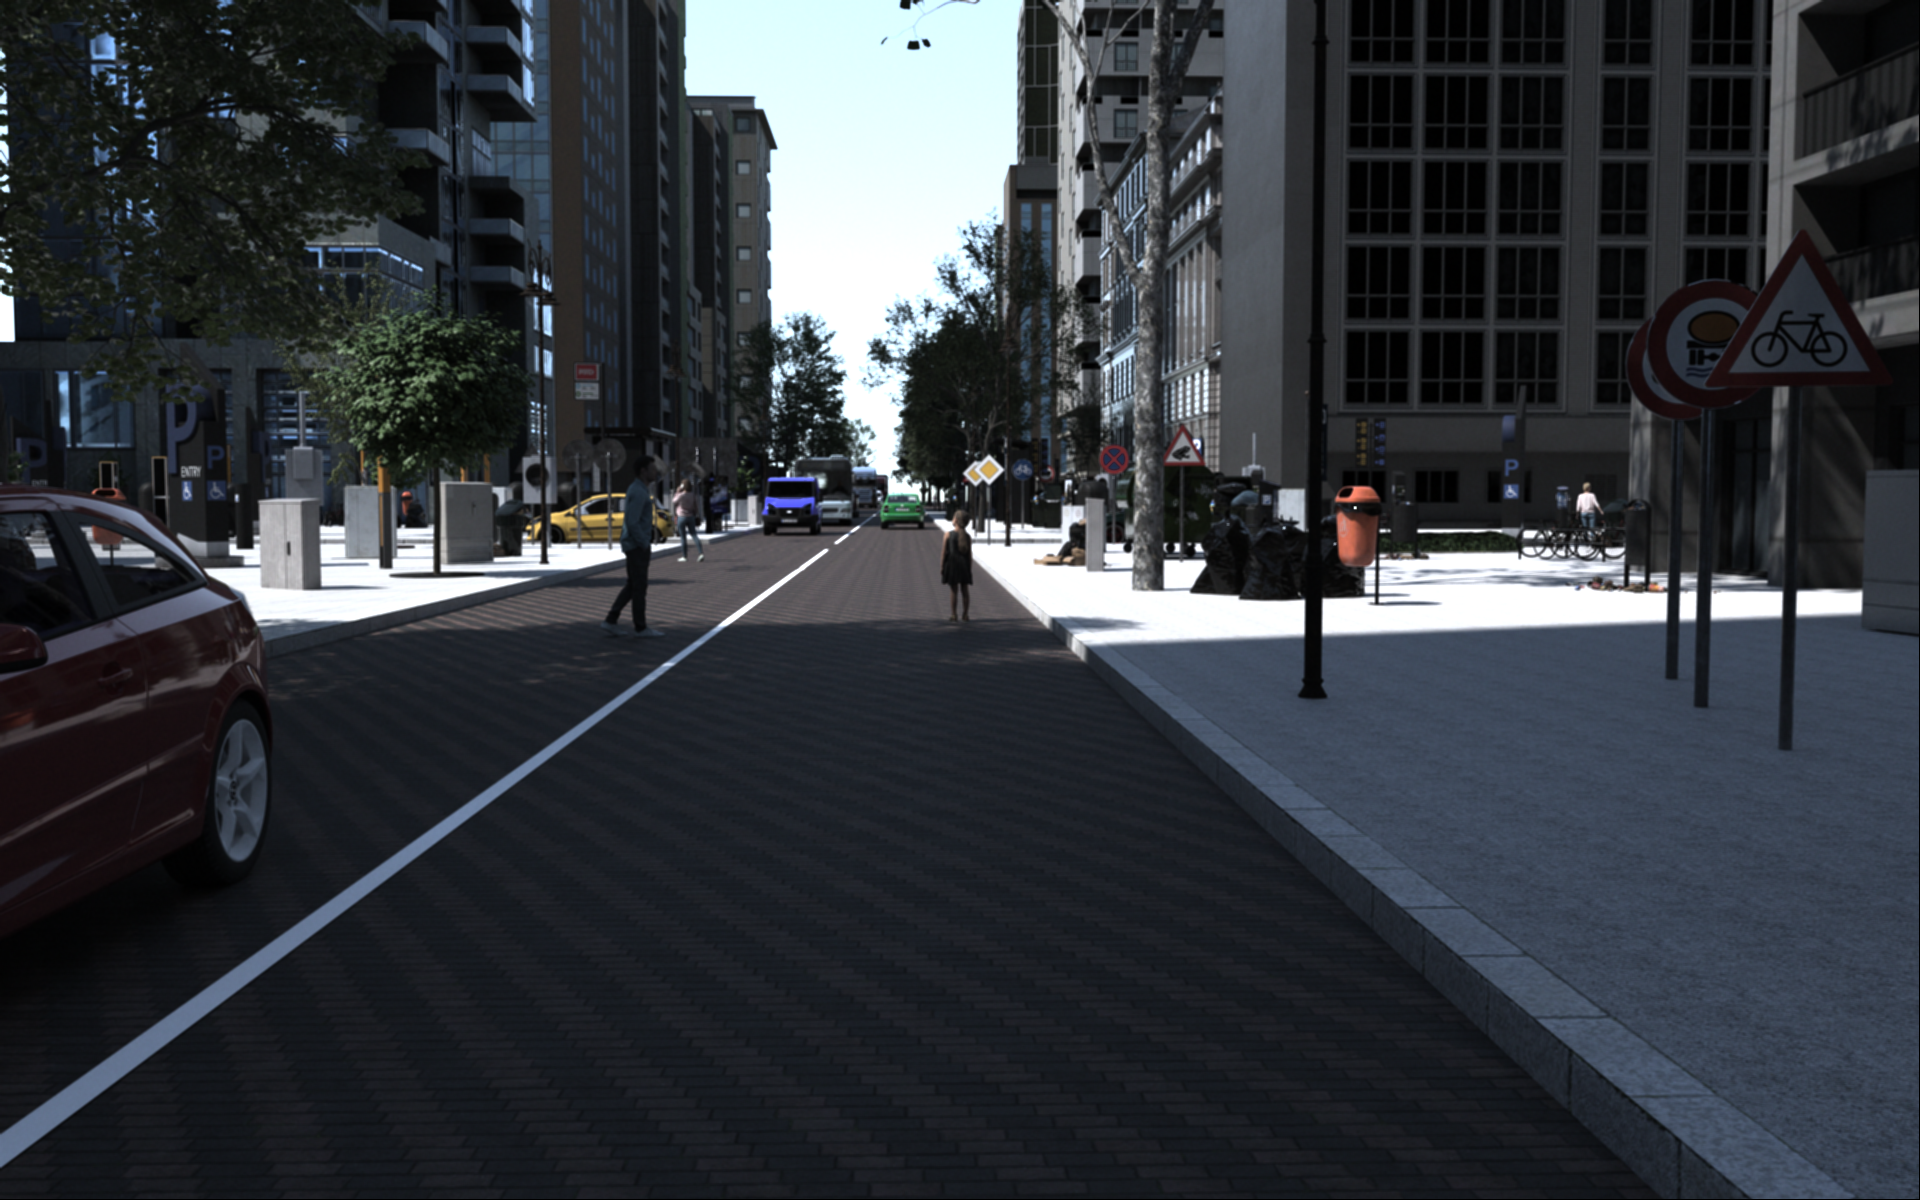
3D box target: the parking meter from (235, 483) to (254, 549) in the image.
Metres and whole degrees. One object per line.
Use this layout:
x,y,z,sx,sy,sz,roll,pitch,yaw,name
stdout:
-16.690,-1.956,40.392,0.372,1.533,0.369,0,3,0,parking meter

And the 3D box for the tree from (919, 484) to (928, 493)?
-5.905,-17.659,283.318,1.663,3.219,1.824,0,3,0,tree

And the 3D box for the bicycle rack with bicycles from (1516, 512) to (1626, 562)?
12.222,-1.267,34.092,2.852,0.926,2.925,-3,5,-40,bicycle rack with bicycles

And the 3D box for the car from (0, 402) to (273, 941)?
-3.460,0.253,4.903,2.155,1.783,4.494,0,4,-3,car

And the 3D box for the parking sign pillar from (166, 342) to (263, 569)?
-13.356,-2.560,30.326,1.447,3.967,1.447,3,5,39,parking sign pillar

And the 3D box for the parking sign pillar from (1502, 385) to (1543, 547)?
13.582,-3.302,42.464,1.447,3.967,1.447,1,4,23,parking sign pillar

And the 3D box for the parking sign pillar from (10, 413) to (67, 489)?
-32.279,-4.395,60.329,1.447,3.967,1.447,2,4,30,parking sign pillar

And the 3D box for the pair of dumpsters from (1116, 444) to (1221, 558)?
4.256,-2.028,35.658,1.574,2.255,4.437,0,4,-2,pair of dumpsters

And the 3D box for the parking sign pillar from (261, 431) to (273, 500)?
-21.895,-4.017,54.150,1.447,3.967,1.447,0,4,-7,parking sign pillar

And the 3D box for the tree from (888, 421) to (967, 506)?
-3.290,-16.937,193.924,9.611,12.733,9.660,0,3,0,tree

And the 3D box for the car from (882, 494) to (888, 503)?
-5.537,-8.272,145.036,2.009,1.686,4.222,0,4,-2,car

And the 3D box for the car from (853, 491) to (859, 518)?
-7.312,-6.008,106.905,2.281,1.827,5.304,0,4,-1,car

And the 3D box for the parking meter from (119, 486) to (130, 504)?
-25.264,-2.683,52.283,0.372,1.533,0.369,0,3,0,parking meter

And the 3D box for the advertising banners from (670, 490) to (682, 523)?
-11.308,-4.470,69.275,2.074,3.025,0.090,2,4,35,advertising banners

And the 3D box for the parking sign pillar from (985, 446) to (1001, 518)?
1.994,-6.405,93.186,1.447,3.967,1.447,-1,4,-11,parking sign pillar

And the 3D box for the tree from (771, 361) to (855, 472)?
-12.546,-13.902,145.423,7.486,12.596,7.792,0,3,0,tree

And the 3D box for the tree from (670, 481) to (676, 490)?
-18.927,-7.374,115.170,1.663,3.219,1.824,0,3,0,tree

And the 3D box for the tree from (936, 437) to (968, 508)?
-1.153,-12.615,156.623,4.360,8.622,3.978,0,3,0,tree

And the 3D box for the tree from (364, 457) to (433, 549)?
-13.483,-2.834,40.945,1.663,3.219,1.824,0,3,0,tree

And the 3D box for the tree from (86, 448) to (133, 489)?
-34.537,-4.652,70.667,1.663,3.219,1.824,0,3,0,tree

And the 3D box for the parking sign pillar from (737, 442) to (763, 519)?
-10.659,-6.060,87.556,1.447,3.967,1.447,-2,4,-24,parking sign pillar

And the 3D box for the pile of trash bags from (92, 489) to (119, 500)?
-15.376,-1.124,28.128,3.447,1.369,1.912,-1,4,-17,pile of trash bags

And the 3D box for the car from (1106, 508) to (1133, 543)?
5.313,-2.267,46.855,4.222,1.686,2.009,0,3,0,car

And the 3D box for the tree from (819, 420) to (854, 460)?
-11.657,-12.465,154.167,4.360,8.622,3.978,0,3,0,tree

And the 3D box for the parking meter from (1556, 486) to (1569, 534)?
19.497,-2.915,56.074,0.372,1.533,0.369,0,3,0,parking meter

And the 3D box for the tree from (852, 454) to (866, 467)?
-16.840,-20.415,284.141,4.737,8.622,4.395,0,3,0,tree

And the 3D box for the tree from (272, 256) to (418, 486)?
-18.518,-6.274,52.945,4.737,8.622,4.395,0,3,0,tree

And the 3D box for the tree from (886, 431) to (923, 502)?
-5.211,-20.055,238.272,12.009,13.543,11.850,0,3,0,tree

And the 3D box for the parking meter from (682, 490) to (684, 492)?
-13.192,-4.749,83.360,0.399,1.863,0.255,1,4,20,parking meter

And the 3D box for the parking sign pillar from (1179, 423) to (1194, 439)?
8.464,-4.679,64.975,1.447,3.967,1.447,-1,4,-22,parking sign pillar

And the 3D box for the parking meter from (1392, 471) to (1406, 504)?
11.138,-2.342,44.008,0.255,1.863,0.399,0,4,-2,parking meter

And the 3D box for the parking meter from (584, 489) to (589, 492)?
-19.571,-5.028,90.621,0.372,1.533,0.369,0,3,0,parking meter

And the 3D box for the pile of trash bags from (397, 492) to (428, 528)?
-21.264,-3.450,66.152,1.912,1.369,3.447,-1,4,-13,pile of trash bags

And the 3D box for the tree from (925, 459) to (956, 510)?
-1.225,-9.734,142.871,4.285,4.588,4.351,0,3,0,tree

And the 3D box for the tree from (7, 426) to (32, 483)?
-22.901,-2.841,41.056,1.663,3.219,1.824,0,3,0,tree

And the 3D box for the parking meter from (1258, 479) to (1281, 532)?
5.188,-1.261,29.035,0.372,1.533,0.369,0,3,0,parking meter

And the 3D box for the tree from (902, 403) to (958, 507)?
-2.513,-15.896,178.027,7.486,12.596,7.792,0,3,0,tree

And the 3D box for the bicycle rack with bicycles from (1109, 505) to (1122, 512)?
7.055,-4.277,83.313,2.925,0.926,2.852,0,4,7,bicycle rack with bicycles

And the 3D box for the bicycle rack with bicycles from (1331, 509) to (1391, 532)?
13.152,-2.770,58.664,2.852,0.926,2.925,-3,5,-42,bicycle rack with bicycles

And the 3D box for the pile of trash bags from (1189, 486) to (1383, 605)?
4.235,-0.708,21.330,1.912,1.369,3.447,-1,4,-15,pile of trash bags

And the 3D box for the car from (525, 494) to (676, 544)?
-9.719,-2.244,46.910,3.980,1.641,2.015,0,4,-3,car

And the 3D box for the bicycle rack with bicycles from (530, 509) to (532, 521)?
-14.910,-2.942,61.484,2.925,0.926,2.852,1,4,10,bicycle rack with bicycles

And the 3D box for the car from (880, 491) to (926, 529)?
-2.377,-3.868,72.038,1.959,1.807,4.718,0,4,-1,car

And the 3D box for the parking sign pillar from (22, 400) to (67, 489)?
-26.258,-3.785,50.352,1.447,3.967,1.447,-2,4,-24,parking sign pillar

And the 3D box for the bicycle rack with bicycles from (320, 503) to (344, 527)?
-25.319,-3.410,69.143,2.852,0.926,2.925,1,4,16,bicycle rack with bicycles

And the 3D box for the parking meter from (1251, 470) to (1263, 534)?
7.174,-2.212,41.877,0.255,1.863,0.399,1,4,17,parking meter
